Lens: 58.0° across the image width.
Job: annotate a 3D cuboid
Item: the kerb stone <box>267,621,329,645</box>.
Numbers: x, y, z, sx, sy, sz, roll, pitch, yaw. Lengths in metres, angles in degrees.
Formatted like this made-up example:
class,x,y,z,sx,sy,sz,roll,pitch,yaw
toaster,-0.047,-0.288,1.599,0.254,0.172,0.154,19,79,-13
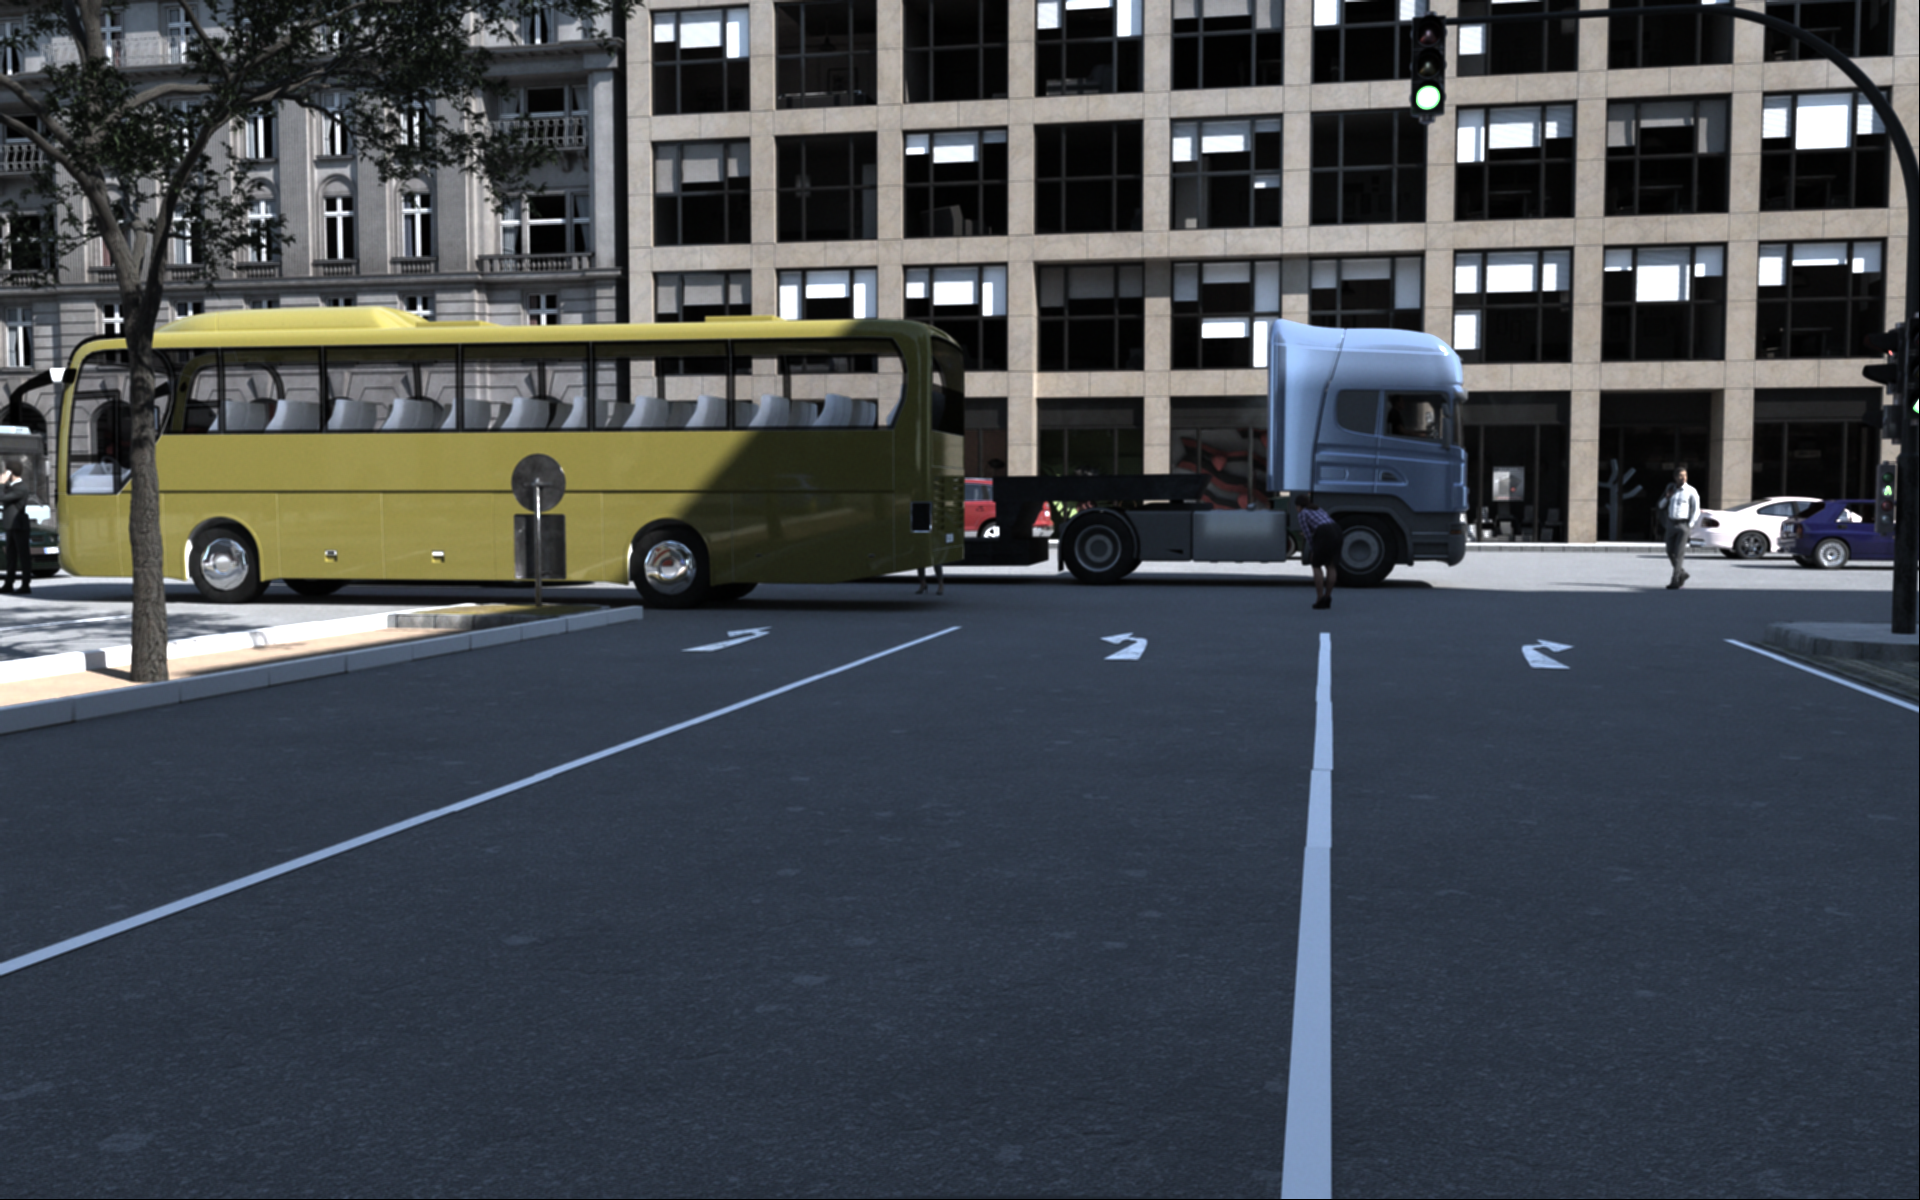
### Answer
class,x,y,z,sx,sy,sz,roll,pitch,yaw
kerb stone,-6.495,0.328,16.840,0.120,0.150,1.000,1,4,12

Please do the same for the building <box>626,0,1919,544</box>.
class,x,y,z,sx,sy,sz,roll,pitch,yaw
building,9.083,-15.345,55.401,34.151,26.468,19.350,1,4,12

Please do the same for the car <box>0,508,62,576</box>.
class,x,y,z,sx,sy,sz,roll,pitch,yaw
car,-17.340,-1.220,29.729,4.222,1.686,2.009,1,4,12

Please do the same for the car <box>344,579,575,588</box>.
class,x,y,z,sx,sy,sz,roll,pitch,yaw
car,-8.182,-1.159,27.628,5.304,1.827,2.281,1,4,11

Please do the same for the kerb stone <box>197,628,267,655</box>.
class,x,y,z,sx,sy,sz,roll,pitch,yaw
kerb stone,-6.713,0.389,15.833,0.120,0.150,1.000,1,4,12

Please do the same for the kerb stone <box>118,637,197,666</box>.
class,x,y,z,sx,sy,sz,roll,pitch,yaw
kerb stone,-6.932,0.452,14.831,0.120,0.150,1.000,1,4,12

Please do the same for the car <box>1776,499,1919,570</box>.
class,x,y,z,sx,sy,sz,roll,pitch,yaw
car,17.887,-1.260,33.177,3.894,1.354,1.945,1,4,12

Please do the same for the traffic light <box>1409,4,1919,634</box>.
class,x,y,z,sx,sy,sz,roll,pitch,yaw
traffic light,6.615,-2.539,16.174,4.771,5.953,1.251,1,4,12

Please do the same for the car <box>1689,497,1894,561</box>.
class,x,y,z,sx,sy,sz,roll,pitch,yaw
car,18.687,-1.580,38.194,4.827,1.381,2.083,1,4,12

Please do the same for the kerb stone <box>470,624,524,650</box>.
class,x,y,z,sx,sy,sz,roll,pitch,yaw
kerb stone,-4.444,0.355,16.415,0.120,0.150,1.000,1,4,12

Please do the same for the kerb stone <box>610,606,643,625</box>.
class,x,y,z,sx,sy,sz,roll,pitch,yaw
kerb stone,-3.807,0.172,19.426,0.120,0.150,1.000,1,4,12

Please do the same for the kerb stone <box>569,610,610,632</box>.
class,x,y,z,sx,sy,sz,roll,pitch,yaw
kerb stone,-4.013,0.232,18.421,0.120,0.150,1.000,1,4,12

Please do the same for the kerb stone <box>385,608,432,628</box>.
class,x,y,z,sx,sy,sz,roll,pitch,yaw
kerb stone,-6.066,0.207,18.863,0.120,0.150,1.000,1,4,12

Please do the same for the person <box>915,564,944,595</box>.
class,x,y,z,sx,sy,sz,roll,pitch,yaw
person,-0.499,-0.982,24.832,0.520,1.790,0.573,0,4,-4

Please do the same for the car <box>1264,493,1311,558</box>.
class,x,y,z,sx,sy,sz,roll,pitch,yaw
car,8.487,-1.731,38.093,4.222,1.686,2.009,1,4,14

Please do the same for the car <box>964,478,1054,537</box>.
class,x,y,z,sx,sy,sz,roll,pitch,yaw
car,-0.370,-2.048,42.165,5.304,1.827,2.281,1,4,14

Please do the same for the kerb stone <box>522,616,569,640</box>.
class,x,y,z,sx,sy,sz,roll,pitch,yaw
kerb stone,-4.233,0.294,17.419,0.120,0.150,1.000,1,4,12

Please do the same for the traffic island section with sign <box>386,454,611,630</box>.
class,x,y,z,sx,sy,sz,roll,pitch,yaw
traffic island section with sign,-4.922,-0.672,19.125,2.006,1.907,1.989,1,4,12

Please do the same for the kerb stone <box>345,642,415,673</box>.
class,x,y,z,sx,sy,sz,roll,pitch,yaw
kerb stone,-4.868,0.479,14.399,0.120,0.150,1.000,1,4,12

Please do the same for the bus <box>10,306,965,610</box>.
class,x,y,z,sx,sy,sz,roll,pitch,yaw
bus,-6.158,-1.922,22.979,12.252,3.916,2.896,1,4,10

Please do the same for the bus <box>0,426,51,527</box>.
class,x,y,z,sx,sy,sz,roll,pitch,yaw
bus,-29.281,-3.033,44.444,13.247,3.499,2.948,1,4,10

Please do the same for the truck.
class,x,y,z,sx,sy,sz,roll,pitch,yaw
truck,-0.665,-2.379,28.661,18.799,4.110,2.967,1,4,11

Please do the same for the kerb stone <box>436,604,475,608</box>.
class,x,y,z,sx,sy,sz,roll,pitch,yaw
kerb stone,-5.846,0.148,19.865,0.120,0.150,1.000,1,4,12

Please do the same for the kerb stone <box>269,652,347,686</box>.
class,x,y,z,sx,sy,sz,roll,pitch,yaw
kerb stone,-5.093,0.541,13.399,0.120,0.150,1.000,1,4,12

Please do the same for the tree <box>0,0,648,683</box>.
class,x,y,z,sx,sy,sz,roll,pitch,yaw
tree,-6.081,-4.669,13.215,8.767,10.594,7.601,1,4,12

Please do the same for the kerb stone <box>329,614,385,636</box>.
class,x,y,z,sx,sy,sz,roll,pitch,yaw
kerb stone,-6.276,0.272,17.857,0.120,0.150,1.000,1,4,12

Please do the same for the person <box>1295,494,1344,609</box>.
class,x,y,z,sx,sy,sz,roll,pitch,yaw
person,4.461,-0.607,21.661,0.421,1.427,0.697,-3,4,-37

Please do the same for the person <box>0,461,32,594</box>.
class,x,y,z,sx,sy,sz,roll,pitch,yaw
person,-13.581,-1.036,24.801,0.474,1.900,0.648,-3,5,-43

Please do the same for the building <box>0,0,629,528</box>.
class,x,y,z,sx,sy,sz,roll,pitch,yaw
building,-20.084,-13.241,58.294,24.055,21.916,13.314,1,4,12

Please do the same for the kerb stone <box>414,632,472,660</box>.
class,x,y,z,sx,sy,sz,roll,pitch,yaw
kerb stone,-4.664,0.422,15.411,0.120,0.150,1.000,1,4,12

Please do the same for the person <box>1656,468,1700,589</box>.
class,x,y,z,sx,sy,sz,roll,pitch,yaw
person,10.913,-1.087,26.369,0.850,1.850,0.679,-3,5,-43

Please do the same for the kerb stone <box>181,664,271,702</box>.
class,x,y,z,sx,sy,sz,roll,pitch,yaw
kerb stone,-5.302,0.603,12.394,0.120,0.150,1.000,1,4,12

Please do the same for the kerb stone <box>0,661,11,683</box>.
class,x,y,z,sx,sy,sz,roll,pitch,yaw
kerb stone,-7.351,0.575,12.822,0.120,0.150,1.000,1,4,12

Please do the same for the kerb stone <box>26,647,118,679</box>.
class,x,y,z,sx,sy,sz,roll,pitch,yaw
kerb stone,-7.135,0.512,13.825,0.120,0.150,1.000,1,4,12

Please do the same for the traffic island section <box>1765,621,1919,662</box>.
class,x,y,z,sx,sy,sz,roll,pitch,yaw
traffic island section,8.716,0.385,15.985,2.009,0.180,2.903,1,4,12

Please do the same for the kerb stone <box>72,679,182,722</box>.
class,x,y,z,sx,sy,sz,roll,pitch,yaw
kerb stone,-5.511,0.661,11.385,0.120,0.150,1.000,1,4,12

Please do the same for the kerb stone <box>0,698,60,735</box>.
class,x,y,z,sx,sy,sz,roll,pitch,yaw
kerb stone,-5.735,0.722,10.384,0.120,0.150,1.000,1,4,12
